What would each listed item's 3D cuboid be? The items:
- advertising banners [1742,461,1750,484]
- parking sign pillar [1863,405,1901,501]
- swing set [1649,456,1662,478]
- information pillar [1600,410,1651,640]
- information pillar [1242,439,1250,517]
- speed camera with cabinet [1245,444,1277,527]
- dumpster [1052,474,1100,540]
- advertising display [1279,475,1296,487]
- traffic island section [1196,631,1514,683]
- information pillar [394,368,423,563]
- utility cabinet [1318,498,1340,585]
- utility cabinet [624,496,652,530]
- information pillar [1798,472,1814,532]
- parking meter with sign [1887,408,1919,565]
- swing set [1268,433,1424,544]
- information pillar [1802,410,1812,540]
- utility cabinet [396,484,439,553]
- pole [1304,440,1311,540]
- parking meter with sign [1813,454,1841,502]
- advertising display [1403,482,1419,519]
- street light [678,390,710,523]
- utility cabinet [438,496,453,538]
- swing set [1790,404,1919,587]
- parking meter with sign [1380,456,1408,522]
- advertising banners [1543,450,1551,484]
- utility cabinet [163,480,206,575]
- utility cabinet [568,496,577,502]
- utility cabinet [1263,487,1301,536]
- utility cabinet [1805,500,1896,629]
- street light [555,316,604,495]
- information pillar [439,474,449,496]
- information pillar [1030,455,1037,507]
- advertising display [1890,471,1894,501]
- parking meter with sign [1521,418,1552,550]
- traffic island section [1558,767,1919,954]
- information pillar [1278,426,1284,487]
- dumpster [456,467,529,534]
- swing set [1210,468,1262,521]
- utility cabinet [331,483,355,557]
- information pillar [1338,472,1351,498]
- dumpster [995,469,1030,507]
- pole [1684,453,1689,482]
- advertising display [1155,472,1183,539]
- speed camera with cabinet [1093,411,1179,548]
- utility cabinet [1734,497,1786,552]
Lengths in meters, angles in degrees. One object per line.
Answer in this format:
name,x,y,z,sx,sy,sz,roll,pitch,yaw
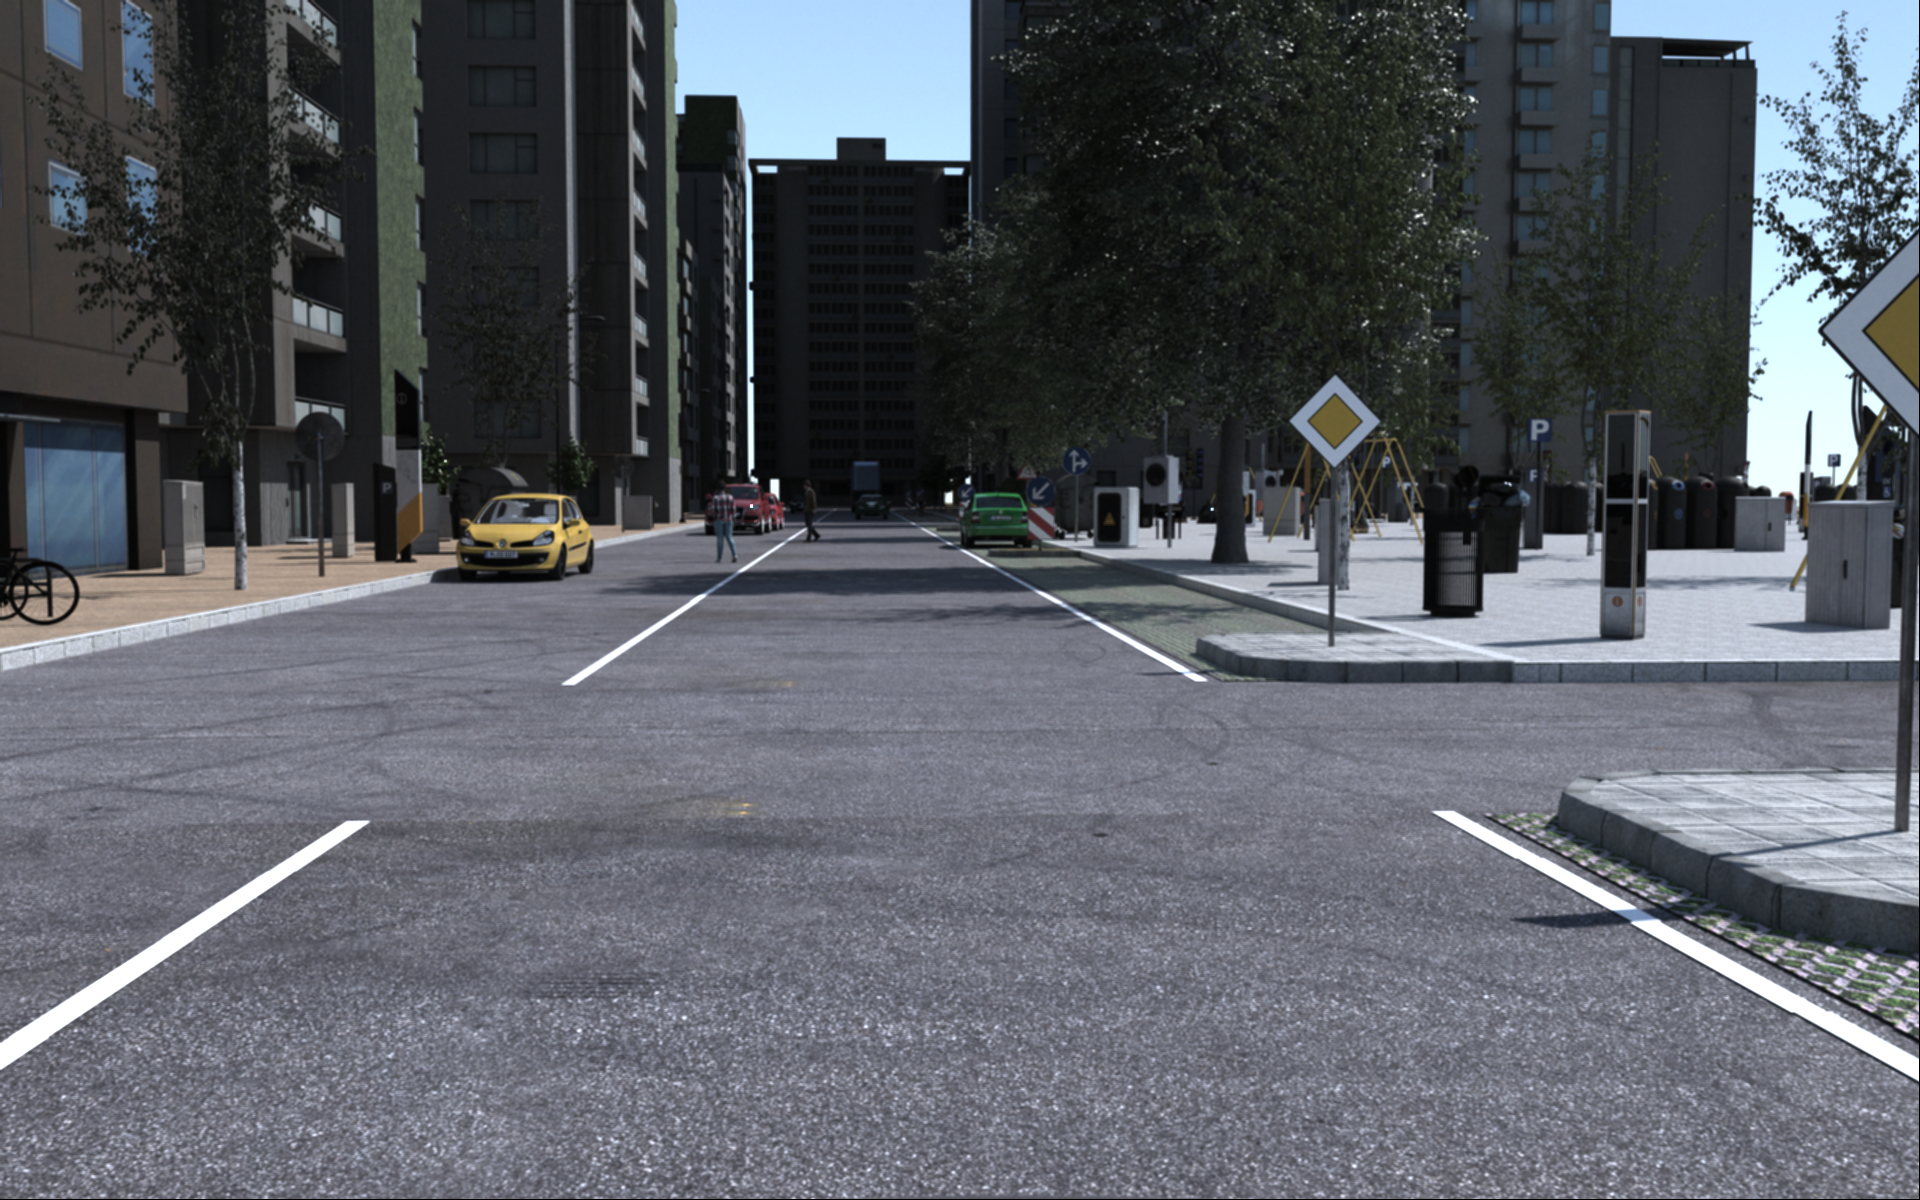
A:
advertising banners,40.776,-5.810,91.189,2.074,3.025,0.090,-1,4,-20
parking sign pillar,28.148,-3.940,52.891,1.447,3.967,1.447,-2,4,-23
swing set,28.181,-4.488,71.001,2.862,2.851,3.119,2,4,25
information pillar,5.890,-0.663,15.339,0.304,2.012,0.304,3,5,40
information pillar,10.210,-4.357,62.598,0.504,3.616,0.183,-1,4,-12
speed camera with cabinet,11.391,-4.471,67.429,2.038,3.252,0.660,-2,4,-32
dumpster,3.332,-2.670,49.405,1.264,1.857,1.865,0,4,-3
advertising display,10.946,-3.221,57.870,0.123,1.923,0.974,-1,4,-17
traffic island section,3.145,0.470,14.589,2.009,0.180,2.903,0,4,-3
information pillar,-10.313,-2.508,32.366,0.504,3.616,0.183,1,4,13
utility cabinet,5.311,-0.837,24.847,0.306,1.237,1.020,1,4,13
utility cabinet,-11.609,-3.126,62.274,1.020,1.237,0.306,0,4,-2
information pillar,28.361,-3.276,58.059,0.304,2.012,0.304,0,4,-7
parking meter with sign,17.176,-2.139,31.241,0.543,3.016,1.738,3,5,40
swing set,10.139,-2.912,45.238,2.862,2.851,3.119,-2,4,-25
information pillar,23.682,-3.488,48.388,0.183,3.616,0.504,2,4,34
utility cabinet,-11.842,-1.747,37.237,1.173,1.500,0.318,-2,4,-29
pole,9.710,-3.338,48.412,0.158,3.312,0.155,0,3,0
parking meter with sign,37.433,-4.833,75.274,1.738,3.016,0.543,-2,4,-28
advertising display,23.255,-5.164,89.651,0.974,1.923,0.123,0,4,-7
street light,-11.839,-6.399,77.158,1.470,5.913,1.316,0,4,-3
utility cabinet,-15.069,-2.415,50.649,1.020,1.237,0.306,-1,4,-23
swing set,12.770,-1.506,22.238,2.862,2.851,3.119,0,4,5
parking meter with sign,19.858,-5.061,79.000,0.543,3.016,1.738,-1,4,-19
advertising banners,23.811,-4.447,68.904,0.090,3.025,2.074,-1,4,-18
utility cabinet,-12.382,-1.162,27.681,0.318,1.500,1.173,-1,4,-9
utility cabinet,-10.915,-2.266,48.219,0.306,1.237,1.020,-1,4,-23
utility cabinet,9.881,-2.719,53.140,1.173,1.500,0.318,3,5,45
utility cabinet,8.669,-0.352,16.918,0.306,1.237,1.020,0,4,-3
street light,-9.992,-4.455,45.386,1.470,5.913,1.316,0,4,-3
information pillar,-18.496,-3.525,62.120,0.304,2.012,0.304,0,4,-4
information pillar,2.739,-4.503,64.973,0.183,3.616,0.504,-1,4,-19
advertising display,26.534,-2.639,48.369,0.974,1.923,0.123,1,4,18
parking meter with sign,13.467,-2.713,40.625,0.543,3.016,1.738,1,4,12
traffic island section,3.610,0.958,6.617,2.009,0.180,2.903,0,4,-3
information pillar,10.932,-4.143,59.099,0.183,3.616,0.504,0,4,-2
dumpster,-10.224,-1.964,37.872,1.264,1.857,1.865,0,4,-3
swing set,12.827,-5.043,80.072,2.862,2.851,3.119,0,4,-2
utility cabinet,-12.577,-1.627,35.278,0.318,1.500,1.173,-1,4,-13
information pillar,12.864,-3.277,58.064,0.304,2.012,0.304,-3,5,-42
dumpster,2.156,-3.967,67.348,1.502,2.255,1.985,0,4,-3
pole,35.986,-5.629,85.883,0.158,3.312,0.155,0,3,0
advertising display,5.965,-2.704,49.432,0.974,1.923,0.123,-2,4,-35
speed camera with cabinet,4.225,-2.895,41.676,2.038,3.252,0.660,2,4,34
utility cabinet,17.946,-1.694,38.860,1.020,1.237,0.306,1,4,20
